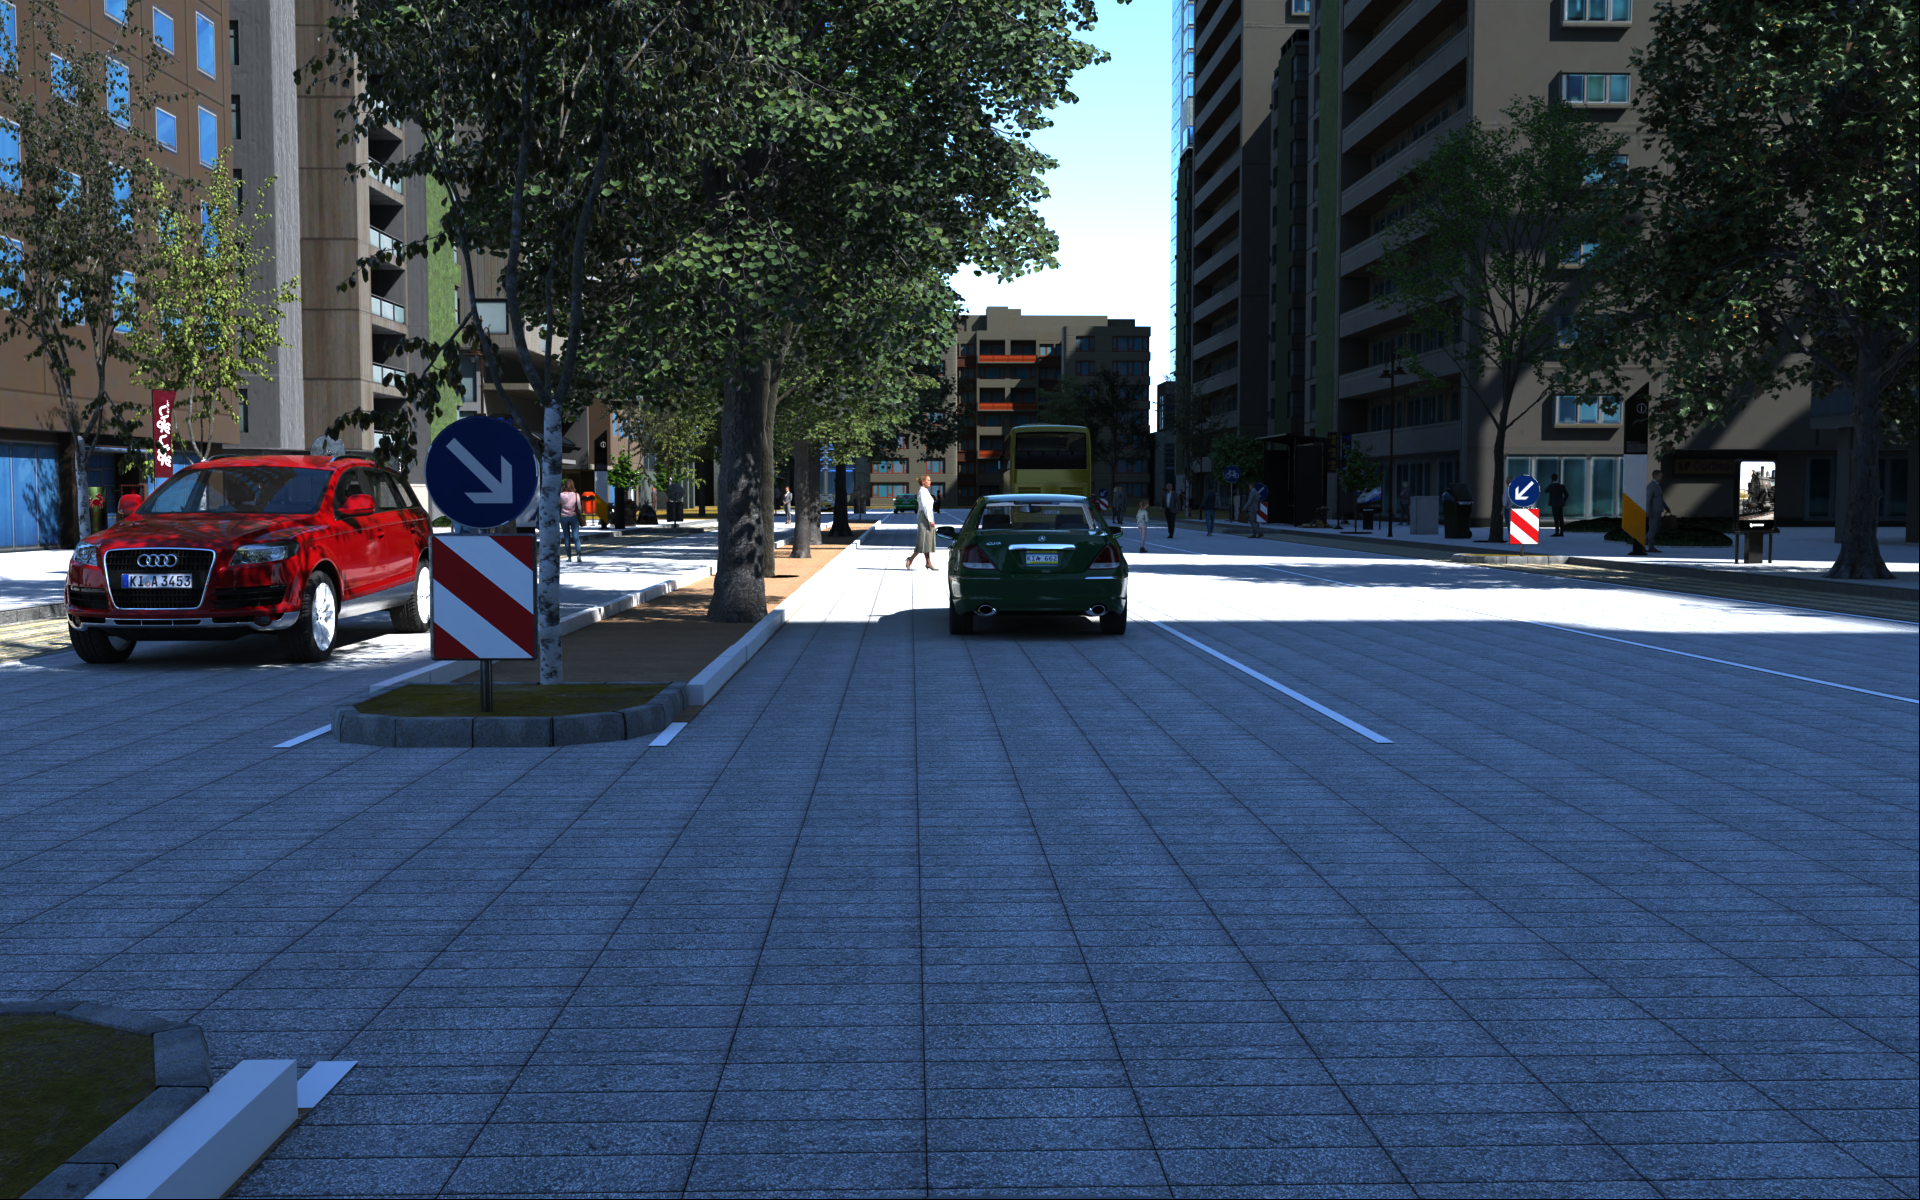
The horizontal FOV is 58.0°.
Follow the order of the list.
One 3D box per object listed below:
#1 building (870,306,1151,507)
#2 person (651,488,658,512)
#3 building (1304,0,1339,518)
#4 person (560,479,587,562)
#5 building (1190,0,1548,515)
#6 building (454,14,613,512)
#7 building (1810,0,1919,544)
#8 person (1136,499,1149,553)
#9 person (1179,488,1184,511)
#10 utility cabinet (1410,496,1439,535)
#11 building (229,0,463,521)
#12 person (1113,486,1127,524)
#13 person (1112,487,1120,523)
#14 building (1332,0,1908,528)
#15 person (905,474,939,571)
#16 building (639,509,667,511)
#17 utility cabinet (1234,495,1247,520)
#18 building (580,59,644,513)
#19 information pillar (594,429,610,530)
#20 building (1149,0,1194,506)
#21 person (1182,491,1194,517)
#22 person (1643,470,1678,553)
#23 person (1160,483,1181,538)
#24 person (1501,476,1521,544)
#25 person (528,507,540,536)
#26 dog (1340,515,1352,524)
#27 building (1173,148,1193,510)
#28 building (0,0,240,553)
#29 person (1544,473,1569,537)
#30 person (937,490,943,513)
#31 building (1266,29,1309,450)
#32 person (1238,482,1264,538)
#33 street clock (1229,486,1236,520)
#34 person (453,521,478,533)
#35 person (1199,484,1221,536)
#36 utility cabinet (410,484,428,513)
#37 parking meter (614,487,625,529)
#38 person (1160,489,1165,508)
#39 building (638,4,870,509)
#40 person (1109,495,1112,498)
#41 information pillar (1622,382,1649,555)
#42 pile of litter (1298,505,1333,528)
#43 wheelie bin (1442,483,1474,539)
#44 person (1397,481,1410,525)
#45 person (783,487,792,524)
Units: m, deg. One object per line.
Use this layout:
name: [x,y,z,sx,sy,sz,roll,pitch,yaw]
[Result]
building: [4.796,-21.220,191.989,28.899,21.520,27.650,0,4,-2]
person: [-21.955,-7.209,124.464,0.434,1.755,0.990,0,4,3]
building: [26.640,-25.277,96.880,14.154,41.232,14.086,0,4,-2]
person: [-8.186,-1.680,36.559,0.593,1.750,0.643,-1,4,-10]
building: [29.668,-30.931,129.424,21.300,48.544,21.600,0,4,-2]
building: [-35.790,-31.186,99.133,28.713,52.752,27.495,0,4,-2]
building: [34.268,-20.986,35.009,23.993,40.220,32.217,0,4,-2]
person: [4.496,-1.813,42.423,0.394,1.301,0.425,-3,5,-44]
person: [16.898,-7.644,131.753,0.721,1.736,1.217,1,4,22]
utility cabinet: [14.736,-2.680,54.982,1.020,1.237,0.306,-2,4,-33]
building: [-28.073,-23.396,66.124,14.154,41.232,14.086,0,4,-2]
person: [7.598,-4.507,82.297,0.694,1.812,0.767,1,4,15]
person: [7.697,-4.643,84.593,0.526,1.800,0.537,0,4,-8]
building: [29.710,-27.641,75.636,21.300,48.544,21.600,0,4,-2]
person: [-0.722,-1.448,32.400,0.641,1.798,0.478,1,4,12]
building: [-38.818,-50.619,140.295,31.000,86.520,22.319,0,4,-2]
utility cabinet: [13.782,-4.526,85.155,0.306,1.237,1.020,-1,4,-10]
building: [-30.217,-28.760,120.337,14.600,45.320,14.200,0,4,-2]
information pillar: [-12.947,-4.353,62.531,0.504,3.616,0.183,-3,4,-37]
building: [35.372,-53.530,187.884,31.000,86.520,22.319,0,4,-2]
person: [12.947,-5.459,98.532,0.697,1.427,0.421,-1,4,-12]
person: [15.285,-1.950,38.048,0.853,1.813,0.709,3,4,36]
person: [6.792,-2.888,56.111,0.661,1.777,0.834,1,4,17]
person: [14.137,-2.281,44.005,0.598,1.740,0.731,3,5,42]
person: [-12.677,-2.507,52.528,1.012,1.151,0.738,1,4,9]
dog: [16.464,-3.430,73.810,0.748,0.427,0.550,0,4,-7]
building: [25.179,-22.999,147.733,14.160,30.474,14.107,0,4,-2]
building: [-27.271,-23.908,40.999,14.600,45.320,14.200,0,4,-2]
person: [17.957,-2.862,52.205,0.648,1.900,0.474,-1,4,-18]
person: [-1.499,-7.310,128.696,0.721,1.739,1.217,1,4,14]
building: [26.972,-20.809,111.934,14.160,30.474,14.107,0,4,-2]
person: [9.459,-2.898,56.006,0.853,1.813,0.709,2,4,29]
street clock: [13.494,-4.974,85.896,0.471,2.002,0.358,-1,4,-21]
person: [-6.683,-0.893,23.368,0.793,1.790,0.793,-2,4,-34]
person: [8.581,-3.084,59.278,0.623,1.781,0.721,-2,4,-30]
utility cabinet: [-11.984,-1.767,37.565,0.318,1.500,1.173,1,4,14]
parking meter: [-12.472,-3.369,63.487,0.372,1.533,0.369,0,3,0]
person: [18.560,-9.349,159.436,0.750,1.759,0.617,3,5,42]
building: [-25.071,-53.447,186.526,31.000,86.520,22.319,0,4,-2]
person: [13.567,-8.894,151.460,0.705,1.824,1.348,-3,5,-40]
information pillar: [14.123,-2.742,36.193,0.504,3.616,0.183,0,4,-1]
pile of litter: [13.485,-3.152,65.499,1.176,0.858,1.719,-1,4,-10]
wheelie bin: [14.339,-2.576,50.025,0.980,1.594,0.693,-2,4,-25]
person: [18.157,-3.950,70.807,0.526,1.800,0.537,0,3,0]
person: [-8.253,-4.505,82.438,0.520,1.790,0.573,1,4,18]
